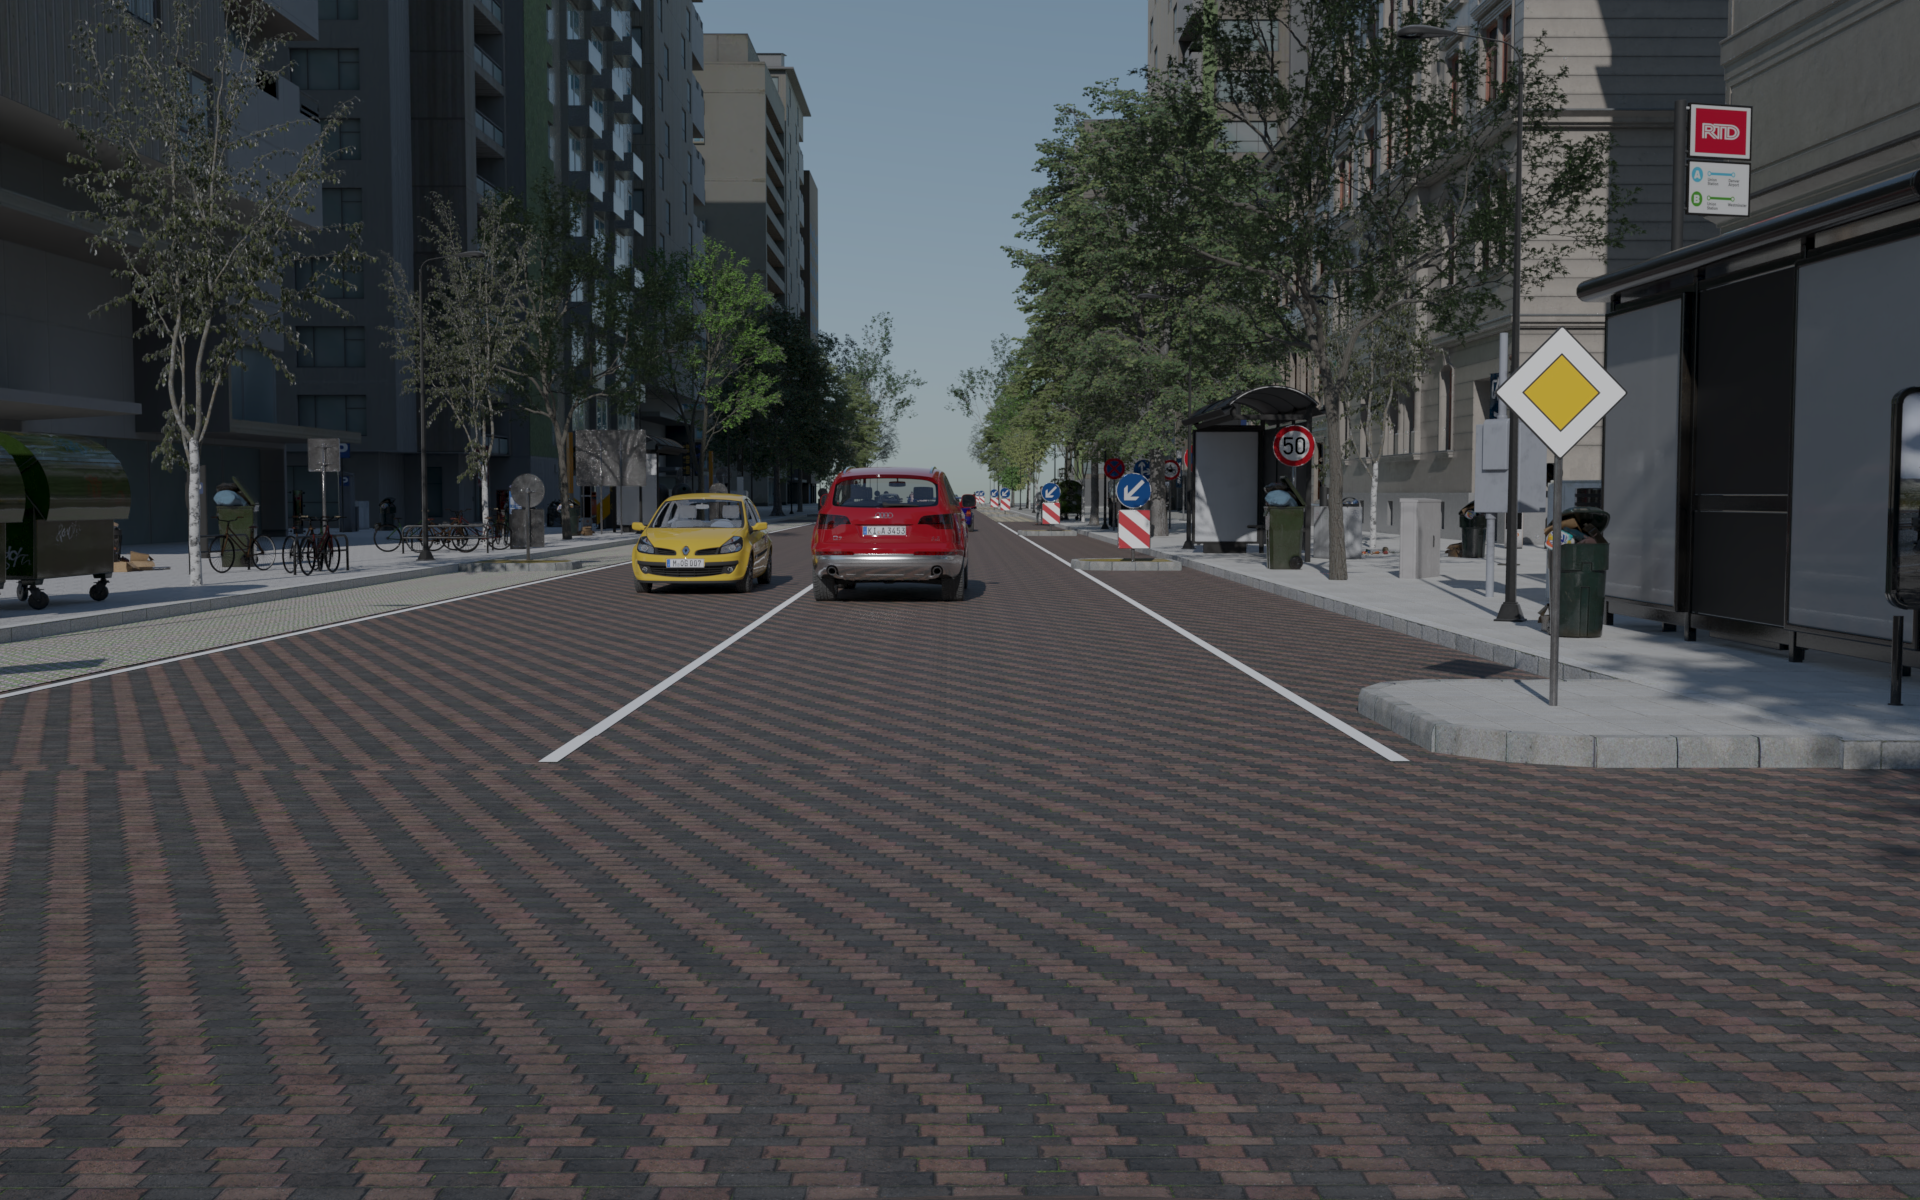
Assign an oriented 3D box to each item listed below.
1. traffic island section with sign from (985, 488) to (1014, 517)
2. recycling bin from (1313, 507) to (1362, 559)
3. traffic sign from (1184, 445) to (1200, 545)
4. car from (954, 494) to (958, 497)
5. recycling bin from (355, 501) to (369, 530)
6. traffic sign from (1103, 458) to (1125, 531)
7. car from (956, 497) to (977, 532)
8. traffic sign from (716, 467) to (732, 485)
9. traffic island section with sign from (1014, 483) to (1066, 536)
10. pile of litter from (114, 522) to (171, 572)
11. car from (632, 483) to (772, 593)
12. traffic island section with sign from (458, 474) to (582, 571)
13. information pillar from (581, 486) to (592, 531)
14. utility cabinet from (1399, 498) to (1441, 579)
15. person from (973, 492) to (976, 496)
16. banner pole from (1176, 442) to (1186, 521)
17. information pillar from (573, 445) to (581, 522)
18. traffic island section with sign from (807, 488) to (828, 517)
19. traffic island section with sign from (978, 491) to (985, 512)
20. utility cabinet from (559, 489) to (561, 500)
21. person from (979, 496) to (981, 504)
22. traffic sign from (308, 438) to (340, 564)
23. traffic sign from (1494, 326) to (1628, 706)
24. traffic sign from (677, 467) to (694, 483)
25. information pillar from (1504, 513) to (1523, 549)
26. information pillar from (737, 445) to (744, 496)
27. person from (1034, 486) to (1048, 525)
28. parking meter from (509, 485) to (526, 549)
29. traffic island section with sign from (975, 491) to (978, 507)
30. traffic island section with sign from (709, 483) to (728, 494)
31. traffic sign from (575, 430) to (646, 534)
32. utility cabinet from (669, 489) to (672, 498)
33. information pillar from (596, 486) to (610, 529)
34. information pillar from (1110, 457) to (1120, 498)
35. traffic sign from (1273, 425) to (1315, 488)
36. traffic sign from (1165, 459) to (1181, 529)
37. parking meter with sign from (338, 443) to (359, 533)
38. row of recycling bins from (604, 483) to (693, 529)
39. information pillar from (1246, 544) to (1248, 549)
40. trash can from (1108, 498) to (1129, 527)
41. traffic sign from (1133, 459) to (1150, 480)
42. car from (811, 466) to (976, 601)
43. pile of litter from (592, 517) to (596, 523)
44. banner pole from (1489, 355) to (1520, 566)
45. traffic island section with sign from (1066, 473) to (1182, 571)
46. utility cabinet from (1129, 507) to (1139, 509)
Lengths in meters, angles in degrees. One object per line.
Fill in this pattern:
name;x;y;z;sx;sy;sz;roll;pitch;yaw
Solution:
traffic island section with sign;2.744;-6.205;110.071;1.989;1.847;2.006;0;4;0
recycling bin;7.521;-1.342;34.494;0.722;1.027;0.722;-1;4;-18
traffic sign;5.976;-2.645;43.344;0.768;2.556;0.104;0;4;1
car;-0.878;-11.319;194.844;2.009;1.686;4.222;0;4;1
recycling bin;-21.896;-3.069;62.728;0.722;1.027;0.722;1;4;10
traffic sign;5.393;-3.701;60.615;0.768;2.556;0.104;0;3;0
car;-0.323;-3.331;67.041;1.945;1.354;3.894;0;4;1
traffic sign;-11.129;-4.985;81.611;0.768;2.556;0.104;0;4;1
traffic island section with sign;3.019;-3.164;60.365;1.989;1.847;2.006;0;4;0
pile of litter;-13.989;-0.909;28.829;1.719;0.858;1.176;-3;5;-43
car;-3.870;-0.985;26.334;2.015;1.641;3.980;0;3;0
traffic island section with sign;-8.253;-1.477;32.781;1.989;1.847;2.006;0;4;0
information pillar;-13.011;-3.413;60.290;0.304;2.012;0.304;-2;4;-28
utility cabinet;7.081;-0.945;26.616;0.306;1.237;1.020;2;4;35
person;1.951;-13.495;229.958;1.217;1.723;0.721;1;4;17
banner pole;10.580;-5.685;82.960;0.401;3.779;0.863;-2;4;-28
information pillar;-17.424;-5.319;78.317;0.504;3.616;0.183;-1;4;-13
traffic island section with sign;-8.679;-6.212;110.200;1.989;1.847;2.006;0;4;0
traffic island section with sign;2.598;-7.858;137.109;1.989;1.847;2.006;0;4;0
utility cabinet;-19.292;-4.559;83.215;1.173;1.500;0.318;0;4;3
person;2.603;-13.490;232.277;0.599;1.433;0.991;1;4;20
traffic sign;-11.680;-1.816;31.817;0.606;2.300;0.079;0;4;7
traffic sign;3.594;-0.415;10.435;0.795;2.450;0.064;0;4;0
traffic sign;-12.421;-4.784;78.328;0.768;2.556;0.104;0;4;3
information pillar;12.961;-2.202;40.500;0.304;2.012;0.304;-1;4;-17
information pillar;-10.552;-5.618;83.217;0.183;3.616;0.504;-3;4;-37
person;3.775;-4.421;80.885;0.635;1.810;0.391;-1;4;-13
parking meter;-10.302;-1.952;40.327;0.372;1.533;0.369;0;3;0
traffic island section with sign;2.298;-11.239;192.386;1.989;1.847;2.006;0;4;0
traffic island section with sign;-8.401;-3.157;60.246;1.989;1.847;2.006;0;4;0
traffic sign;-11.054;-3.730;54.853;2.265;3.308;0.079;0;4;4
utility cabinet;-12.875;-4.356;79.898;1.173;1.500;0.318;2;4;30
information pillar;-12.991;-4.379;62.952;0.504;3.616;0.183;-2;4;-26
information pillar;6.797;-5.179;76.037;0.504;3.616;0.183;1;4;11
traffic sign;6.155;-1.948;31.961;0.768;2.556;0.104;1;4;8
traffic sign;7.719;-3.888;63.671;0.768;2.556;0.104;0;3;0
parking meter with sign;-20.665;-3.801;58.413;0.543;3.016;1.738;-1;4;-9
row of recycling bins;-11.704;-3.512;64.528;3.534;1.692;1.069;0;4;0
information pillar;6.563;-2.203;40.519;0.304;2.012;0.304;1;4;20
trash can;6.073;-3.401;67.256;0.748;1.137;0.748;0;3;0
traffic sign;6.745;-3.889;63.697;0.768;2.556;0.104;0;4;2
car;-0.915;-0.979;24.680;2.281;1.827;5.304;0;4;1
pile of litter;-15.713;-3.783;75.825;1.719;0.858;1.176;1;4;22
banner pole;9.803;-2.524;31.289;0.401;3.779;0.863;-1;4;-20
traffic island section with sign;3.164;-1.516;33.410;1.989;1.847;2.006;0;4;0
utility cabinet;6.152;-2.862;57.962;1.020;1.237;0.306;-2;4;-28
